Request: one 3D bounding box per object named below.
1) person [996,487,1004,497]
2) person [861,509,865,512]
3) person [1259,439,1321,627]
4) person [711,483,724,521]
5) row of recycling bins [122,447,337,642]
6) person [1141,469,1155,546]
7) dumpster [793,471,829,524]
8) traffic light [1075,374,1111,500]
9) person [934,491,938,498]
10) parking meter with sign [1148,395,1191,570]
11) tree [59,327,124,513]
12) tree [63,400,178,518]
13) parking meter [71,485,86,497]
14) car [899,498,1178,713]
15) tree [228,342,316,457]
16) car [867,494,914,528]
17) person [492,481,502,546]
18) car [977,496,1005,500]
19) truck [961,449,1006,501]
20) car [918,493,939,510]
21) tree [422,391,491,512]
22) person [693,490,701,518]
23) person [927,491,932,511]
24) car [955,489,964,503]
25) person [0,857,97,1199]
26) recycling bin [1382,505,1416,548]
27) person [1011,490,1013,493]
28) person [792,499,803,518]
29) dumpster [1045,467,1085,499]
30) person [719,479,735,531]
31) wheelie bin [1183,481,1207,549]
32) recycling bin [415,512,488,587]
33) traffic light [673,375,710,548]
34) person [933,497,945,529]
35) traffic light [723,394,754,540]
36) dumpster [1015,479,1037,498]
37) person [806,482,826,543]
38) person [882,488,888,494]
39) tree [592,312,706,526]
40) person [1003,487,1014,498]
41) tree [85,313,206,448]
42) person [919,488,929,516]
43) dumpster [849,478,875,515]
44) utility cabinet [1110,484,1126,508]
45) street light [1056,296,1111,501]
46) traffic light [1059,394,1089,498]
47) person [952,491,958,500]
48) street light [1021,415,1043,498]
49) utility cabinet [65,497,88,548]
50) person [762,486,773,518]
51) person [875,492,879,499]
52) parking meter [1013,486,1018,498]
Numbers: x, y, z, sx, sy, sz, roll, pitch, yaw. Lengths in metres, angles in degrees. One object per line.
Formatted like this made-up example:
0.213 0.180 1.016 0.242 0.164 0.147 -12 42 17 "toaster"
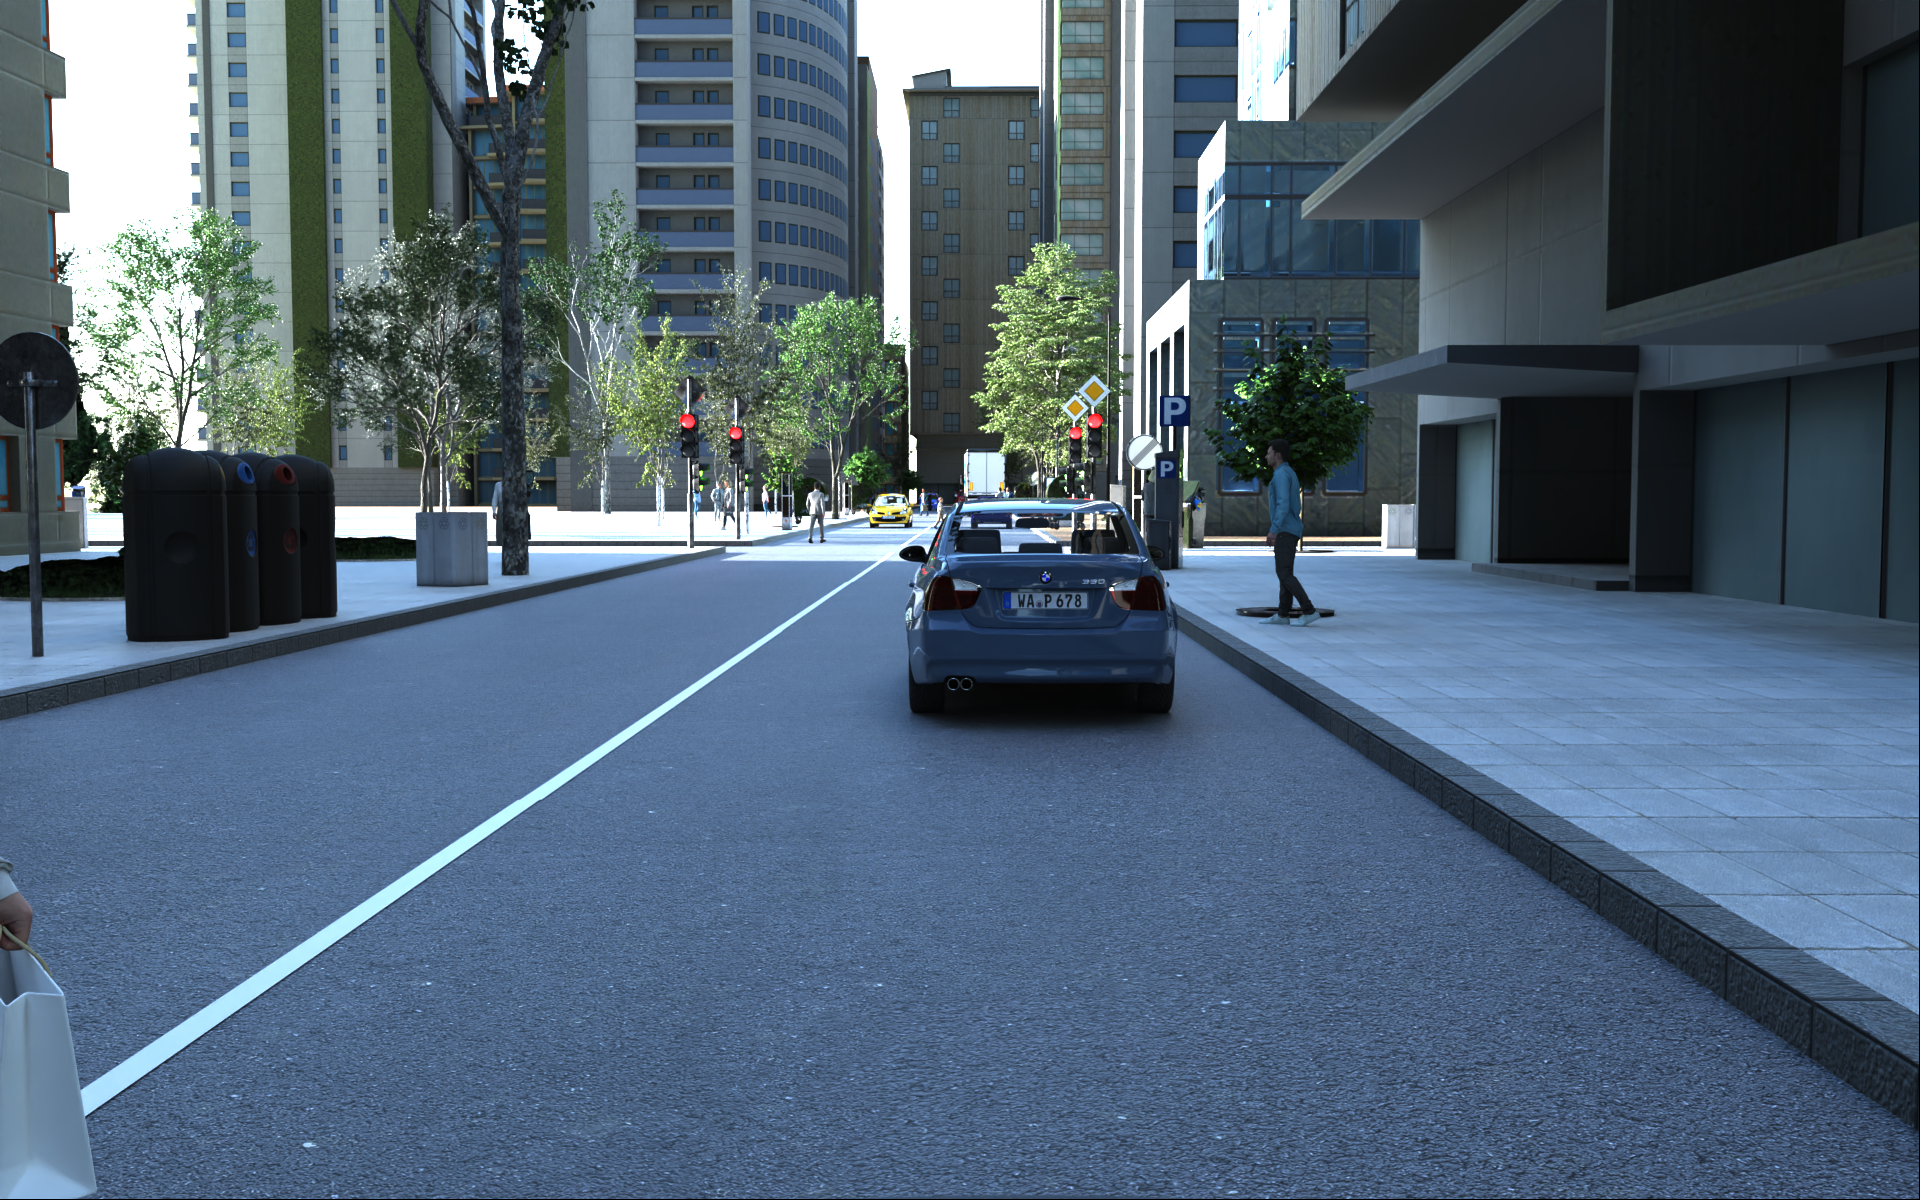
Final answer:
2.157 -5.166 93.232 0.678 1.792 0.850 -1 4 -20 "person"
-6.875 -6.847 122.667 0.332 1.250 0.352 -1 4 -10 "person"
3.227 -0.664 16.913 0.620 1.820 0.660 1 4 16 "person"
-11.485 -4.655 82.254 0.635 1.810 0.391 -3 5 -43 "person"
-6.999 -0.586 16.701 1.069 1.692 3.534 0 4 0 "row of recycling bins"
4.069 -1.841 36.329 0.537 1.800 0.526 2 4 33 "person"
-6.459 -4.394 74.339 1.502 2.255 1.985 0 4 1 "dumpster"
3.127 -3.167 40.706 0.839 4.253 0.868 0 4 1 "traffic light"
-2.286 -9.381 162.823 0.436 1.711 0.756 2 4 30 "person"
3.586 -2.056 29.879 0.543 3.016 1.738 1 4 15 "parking meter with sign"
-58.763 -12.773 110.662 13.155 14.587 18.604 0 4 -2 "tree"
-52.879 -7.944 92.798 20.602 7.101 11.467 -2 4 -26 "tree"
-24.760 -2.462 48.671 0.372 1.533 0.369 0 3 0 "parking meter"
0.540 -0.039 12.634 2.014 1.417 4.499 0 4 1 "car"
-32.491 -8.068 82.270 4.737 8.622 4.395 0 3 0 "tree"
-2.954 -3.933 74.528 2.015 1.641 3.980 0 4 1 "car"
-8.332 -1.566 31.876 0.478 1.798 0.641 0 4 -1 "person"
1.332 -3.671 72.603 1.945 1.354 3.894 0 4 1 "car"
1.549 -7.584 112.904 2.839 4.237 11.283 0 4 -1 "truck"
-2.687 -8.751 152.673 1.945 1.707 3.694 0 4 0 "car"
-29.034 -9.080 98.828 4.737 8.622 4.395 0 3 0 "tree"
-14.143 -5.302 92.998 0.793 1.790 0.793 -1 4 -13 "person"
-2.619 -8.491 148.131 0.445 1.727 0.742 0 4 -4 "person"
0.697 -7.721 134.917 2.281 1.827 5.304 0 4 1 "car"
-1.512 0.406 2.208 0.694 1.780 0.624 -2 4 -30 "person"
10.492 -1.765 41.418 0.722 1.027 0.722 1 4 9 "recycling bin"
5.524 -10.703 181.974 0.756 1.711 0.436 3 5 39 "person"
-8.773 -5.290 92.444 0.836 1.842 0.656 -1 4 -22 "person"
3.896 -3.703 63.039 1.502 2.255 1.985 0 4 1 "dumpster"
-8.086 -3.339 60.813 0.728 1.800 0.709 -2 4 -29 "person"
5.416 -2.028 41.070 0.693 1.594 0.980 -3 5 -44 "wheelie bin"
-7.135 -0.720 24.333 0.722 1.027 0.722 2 4 25 "recycling bin"
-6.334 -3.172 40.790 0.839 4.253 0.868 0 4 1 "traffic light"
-0.790 -3.520 70.324 0.640 1.303 0.475 -2 4 -26 "person"
-6.249 -3.661 48.774 0.839 4.253 0.868 0 4 1 "traffic light"
4.445 -6.901 115.332 1.502 2.255 1.985 0 4 1 "dumpster"
-4.199 -2.556 50.570 0.678 1.792 0.850 1 4 19 "person"
-6.042 -8.067 138.620 1.217 1.739 0.721 1 4 22 "person"
-12.321 -7.269 69.212 4.737 8.622 4.395 0 3 0 "tree"
2.385 -4.821 87.499 0.721 1.800 0.419 1 4 18 "person"
-33.007 -7.301 69.735 4.360 8.622 3.978 0 3 0 "tree"
-2.299 -6.306 111.580 0.713 1.824 0.794 -2 4 -31 "person"
-6.121 -6.430 107.630 1.502 2.255 1.985 0 4 1 "dumpster"
3.621 -1.888 39.540 0.318 1.500 1.173 1 4 9 "utility cabinet"
2.954 -4.168 40.694 1.470 5.913 1.316 0 4 1 "street light"
3.212 -3.656 48.690 0.839 4.253 0.868 0 4 1 "traffic light"
-0.533 -9.942 171.581 0.750 1.759 0.617 -1 4 -11 "person"
3.496 -6.890 85.187 1.470 5.913 1.316 0 4 1 "street light"
-21.186 -1.819 40.904 1.020 1.237 0.306 -1 4 -9 "utility cabinet"
-10.440 -5.345 94.099 0.598 1.740 0.731 0 4 -7 "person"
-7.803 -9.398 162.887 0.628 1.438 0.799 -3 4 -36 "person"
3.960 -7.049 120.966 0.399 1.863 0.255 -2 4 -31 "parking meter"
